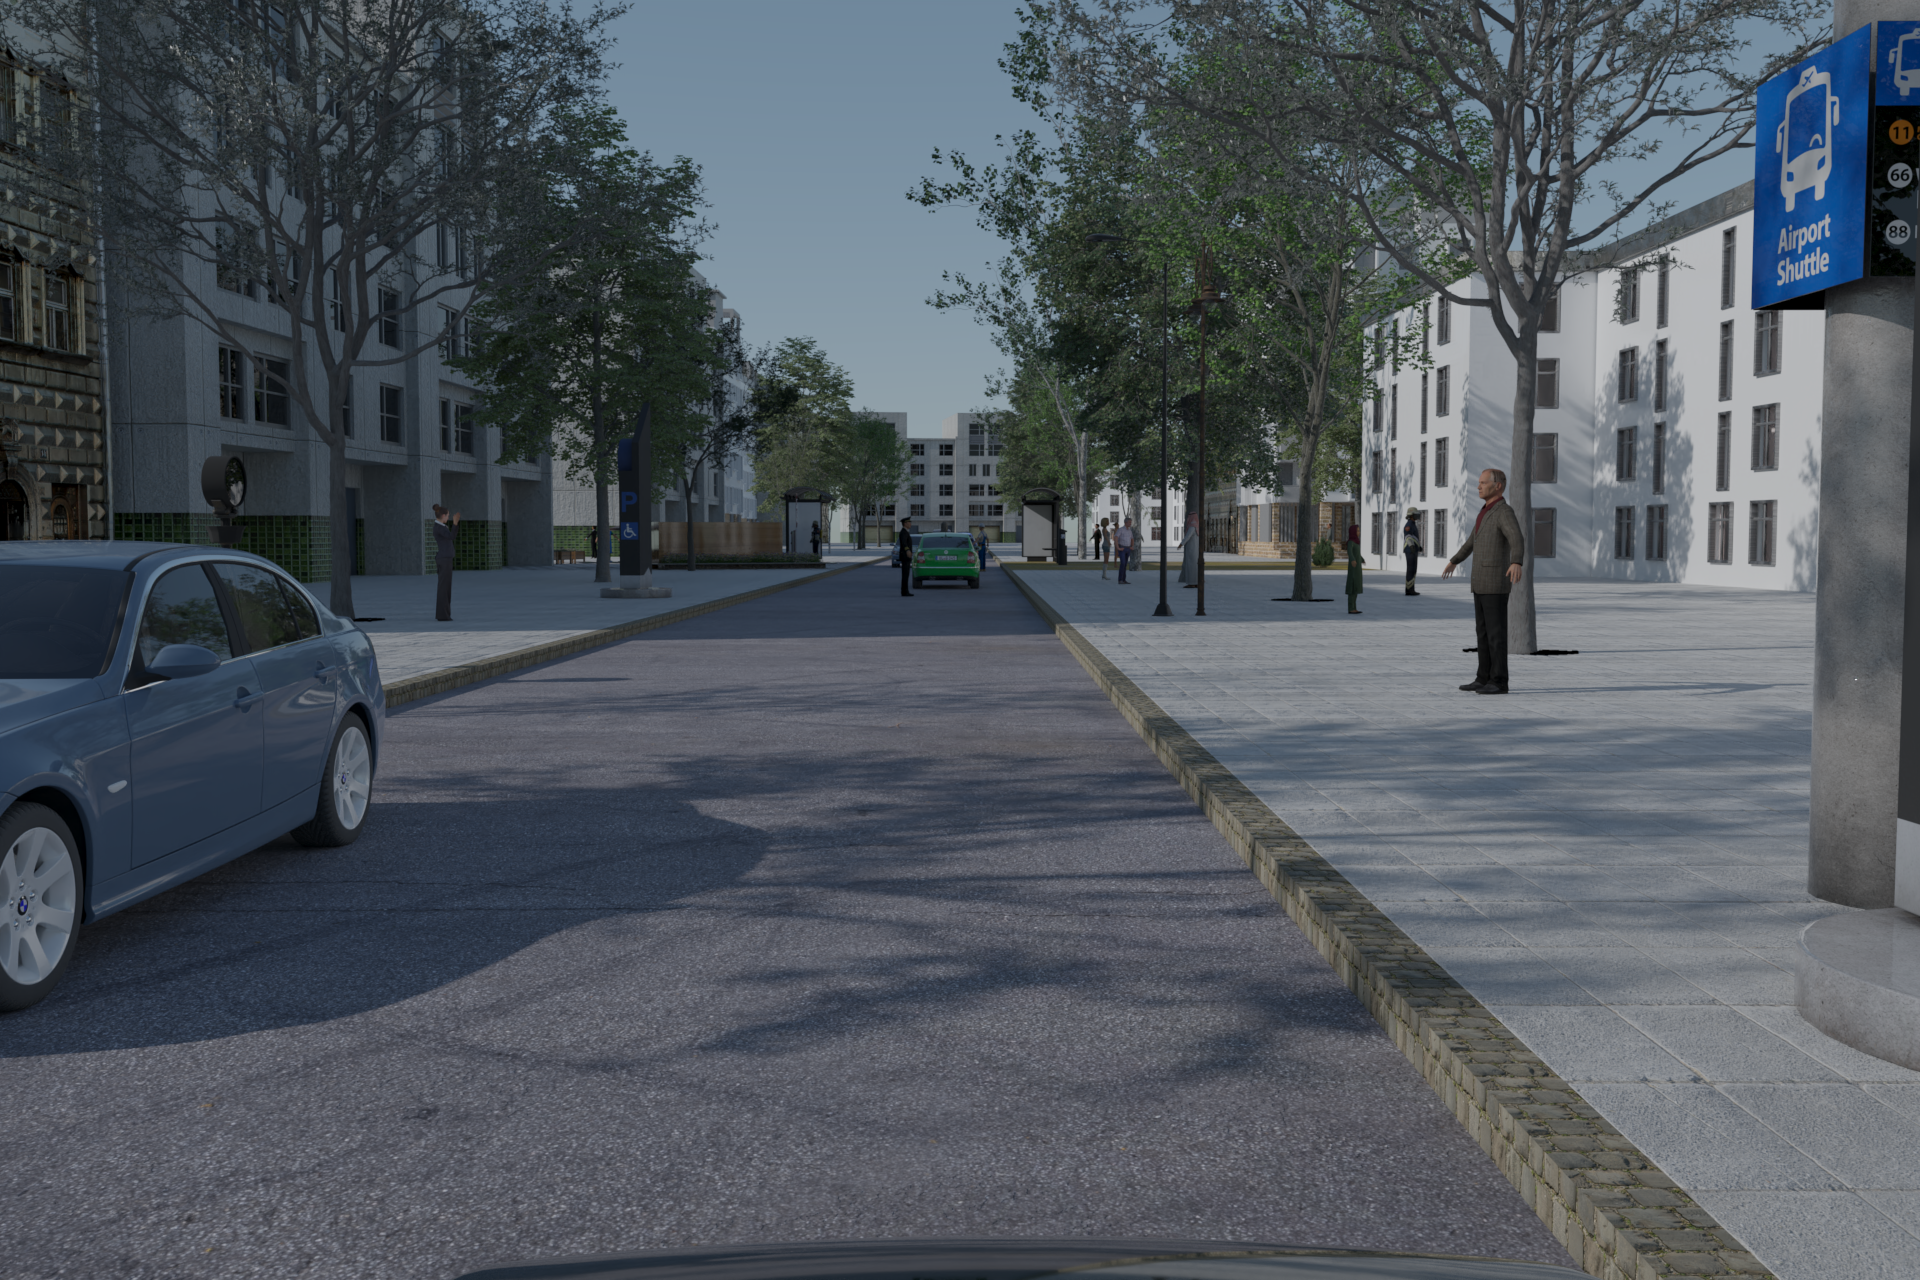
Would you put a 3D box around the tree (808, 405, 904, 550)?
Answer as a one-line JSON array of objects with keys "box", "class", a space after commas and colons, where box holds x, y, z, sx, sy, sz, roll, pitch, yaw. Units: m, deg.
[{"box": [-8.315, -13.176, 141.176, 9.928, 11.665, 9.643, 0, 3, 0], "class": "tree"}]

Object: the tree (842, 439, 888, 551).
[{"box": [-8.249, -11.091, 131.697, 4.360, 8.622, 3.978, 0, 3, 0], "class": "tree"}]

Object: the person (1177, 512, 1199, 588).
[{"box": [5.506, -2.139, 41.128, 0.704, 1.811, 1.347, 2, 4, 29], "class": "person"}]

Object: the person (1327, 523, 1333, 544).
[{"box": [17.722, -4.704, 83.181, 0.705, 1.796, 1.348, 1, 4, 13], "class": "person"}]

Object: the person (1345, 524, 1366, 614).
[{"box": [6.401, -1.141, 27.863, 0.599, 1.438, 0.989, 1, 4, 23], "class": "person"}]

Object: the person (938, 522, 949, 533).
[{"box": [-0.478, -2.810, 54.528, 1.348, 1.813, 0.705, 2, 4, 32], "class": "person"}]

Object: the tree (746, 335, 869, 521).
[{"box": [-8.823, -11.093, 99.505, 7.486, 12.596, 7.792, 0, 3, 0], "class": "tree"}]

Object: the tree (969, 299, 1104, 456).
[{"box": [6.840, -17.279, 138.403, 12.611, 20.169, 13.585, 0, 3, 0], "class": "tree"}]

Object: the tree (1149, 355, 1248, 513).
[{"box": [9.536, -7.316, 69.974, 4.737, 8.622, 4.395, 0, 3, 0], "class": "tree"}]

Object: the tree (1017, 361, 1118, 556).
[{"box": [6.986, -10.825, 102.742, 9.928, 11.665, 9.643, 0, 3, 0], "class": "tree"}]

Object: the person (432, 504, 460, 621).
[{"box": [-7.502, -1.142, 25.521, 0.742, 1.727, 0.445, 2, 4, 34], "class": "person"}]

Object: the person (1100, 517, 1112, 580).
[{"box": [4.179, -2.573, 48.674, 0.721, 1.753, 1.214, 0, 4, 3], "class": "person"}]

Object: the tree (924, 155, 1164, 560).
[{"box": [5.064, -14.164, 87.465, 12.611, 20.169, 13.585, 0, 3, 0], "class": "tree"}]

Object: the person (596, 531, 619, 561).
[{"box": [-16.266, -4.512, 79.898, 0.704, 1.817, 1.347, 3, 5, 45], "class": "person"}]

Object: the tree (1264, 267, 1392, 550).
[{"box": [16.760, -9.558, 74.397, 7.486, 12.596, 7.792, 0, 3, 0], "class": "tree"}]

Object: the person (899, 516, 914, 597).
[{"box": [-1.219, -1.926, 39.877, 0.705, 1.837, 1.347, 0, 4, 0], "class": "person"}]

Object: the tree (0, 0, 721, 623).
[{"box": [-9.139, -7.007, 24.935, 12.009, 13.543, 11.850, 0, 3, 0], "class": "tree"}]

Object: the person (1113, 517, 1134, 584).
[{"box": [4.272, -2.295, 44.499, 0.756, 1.711, 0.436, -3, 4, -37], "class": "person"}]

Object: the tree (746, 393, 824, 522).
[{"box": [-8.678, -8.570, 90.479, 4.360, 8.622, 3.978, 0, 3, 0], "class": "tree"}]

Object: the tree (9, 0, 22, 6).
[{"box": [-8.904, -3.774, 12.072, 4.360, 8.622, 3.978, 0, 3, 0], "class": "tree"}]

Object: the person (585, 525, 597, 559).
[{"box": [-19.226, -5.137, 90.707, 0.721, 1.740, 1.216, 2, 4, 27], "class": "person"}]

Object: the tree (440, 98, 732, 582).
[{"box": [-9.855, -7.835, 46.227, 7.486, 12.596, 7.792, 0, 3, 0], "class": "tree"}]

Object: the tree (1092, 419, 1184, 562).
[{"box": [7.239, -7.673, 75.814, 4.360, 8.622, 3.978, 0, 3, 0], "class": "tree"}]

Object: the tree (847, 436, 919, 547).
[{"box": [-7.767, -14.752, 166.951, 9.928, 11.665, 9.643, 0, 3, 0], "class": "tree"}]

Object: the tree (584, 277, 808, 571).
[{"box": [-9.246, -7.687, 60.102, 8.767, 10.594, 7.601, 0, 4, 6], "class": "tree"}]

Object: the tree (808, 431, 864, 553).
[{"box": [-8.761, -10.040, 114.511, 4.360, 8.622, 3.978, 0, 3, 0], "class": "tree"}]

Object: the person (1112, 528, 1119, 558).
[{"box": [8.338, -5.248, 91.654, 0.705, 1.847, 1.347, 2, 4, 33], "class": "person"}]

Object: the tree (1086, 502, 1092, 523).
[{"box": [20.361, -18.661, 255.465, 4.360, 8.622, 3.978, 0, 3, 0], "class": "tree"}]

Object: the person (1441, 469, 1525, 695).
[{"box": [4.263, -0.477, 13.983, 0.705, 1.807, 1.348, 0, 4, -7], "class": "person"}]

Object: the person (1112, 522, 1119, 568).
[{"box": [6.079, -3.642, 66.357, 0.721, 1.733, 1.217, 0, 4, 8], "class": "person"}]

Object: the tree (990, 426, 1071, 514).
[{"box": [6.609, -14.686, 158.246, 7.486, 12.596, 7.792, 0, 3, 0], "class": "tree"}]

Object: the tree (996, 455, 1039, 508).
[{"box": [7.036, -14.794, 167.643, 9.928, 11.665, 9.643, 0, 3, 0], "class": "tree"}]

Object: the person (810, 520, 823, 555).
[{"box": [-6.077, -4.083, 72.542, 0.705, 1.856, 1.354, -1, 4, -14], "class": "person"}]

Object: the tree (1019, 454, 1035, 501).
[{"box": [6.972, -12.199, 149.819, 4.360, 8.622, 3.978, 0, 3, 0], "class": "tree"}]

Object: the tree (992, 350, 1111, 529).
[{"box": [6.705, -12.919, 117.877, 9.857, 13.997, 8.962, 0, 3, 0], "class": "tree"}]

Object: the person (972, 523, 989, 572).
[{"box": [0.812, -3.541, 66.201, 0.705, 1.847, 1.347, 2, 4, 30], "class": "person"}]

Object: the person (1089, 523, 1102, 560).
[{"box": [6.768, -4.870, 85.819, 0.705, 1.806, 1.347, -1, 4, -21], "class": "person"}]

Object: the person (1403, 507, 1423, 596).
[{"box": [9.447, -1.849, 36.102, 0.704, 1.845, 1.351, 1, 4, 21], "class": "person"}]

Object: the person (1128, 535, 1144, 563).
[{"box": [7.531, -4.243, 75.560, 1.347, 1.806, 0.705, -2, 4, -32], "class": "person"}]
